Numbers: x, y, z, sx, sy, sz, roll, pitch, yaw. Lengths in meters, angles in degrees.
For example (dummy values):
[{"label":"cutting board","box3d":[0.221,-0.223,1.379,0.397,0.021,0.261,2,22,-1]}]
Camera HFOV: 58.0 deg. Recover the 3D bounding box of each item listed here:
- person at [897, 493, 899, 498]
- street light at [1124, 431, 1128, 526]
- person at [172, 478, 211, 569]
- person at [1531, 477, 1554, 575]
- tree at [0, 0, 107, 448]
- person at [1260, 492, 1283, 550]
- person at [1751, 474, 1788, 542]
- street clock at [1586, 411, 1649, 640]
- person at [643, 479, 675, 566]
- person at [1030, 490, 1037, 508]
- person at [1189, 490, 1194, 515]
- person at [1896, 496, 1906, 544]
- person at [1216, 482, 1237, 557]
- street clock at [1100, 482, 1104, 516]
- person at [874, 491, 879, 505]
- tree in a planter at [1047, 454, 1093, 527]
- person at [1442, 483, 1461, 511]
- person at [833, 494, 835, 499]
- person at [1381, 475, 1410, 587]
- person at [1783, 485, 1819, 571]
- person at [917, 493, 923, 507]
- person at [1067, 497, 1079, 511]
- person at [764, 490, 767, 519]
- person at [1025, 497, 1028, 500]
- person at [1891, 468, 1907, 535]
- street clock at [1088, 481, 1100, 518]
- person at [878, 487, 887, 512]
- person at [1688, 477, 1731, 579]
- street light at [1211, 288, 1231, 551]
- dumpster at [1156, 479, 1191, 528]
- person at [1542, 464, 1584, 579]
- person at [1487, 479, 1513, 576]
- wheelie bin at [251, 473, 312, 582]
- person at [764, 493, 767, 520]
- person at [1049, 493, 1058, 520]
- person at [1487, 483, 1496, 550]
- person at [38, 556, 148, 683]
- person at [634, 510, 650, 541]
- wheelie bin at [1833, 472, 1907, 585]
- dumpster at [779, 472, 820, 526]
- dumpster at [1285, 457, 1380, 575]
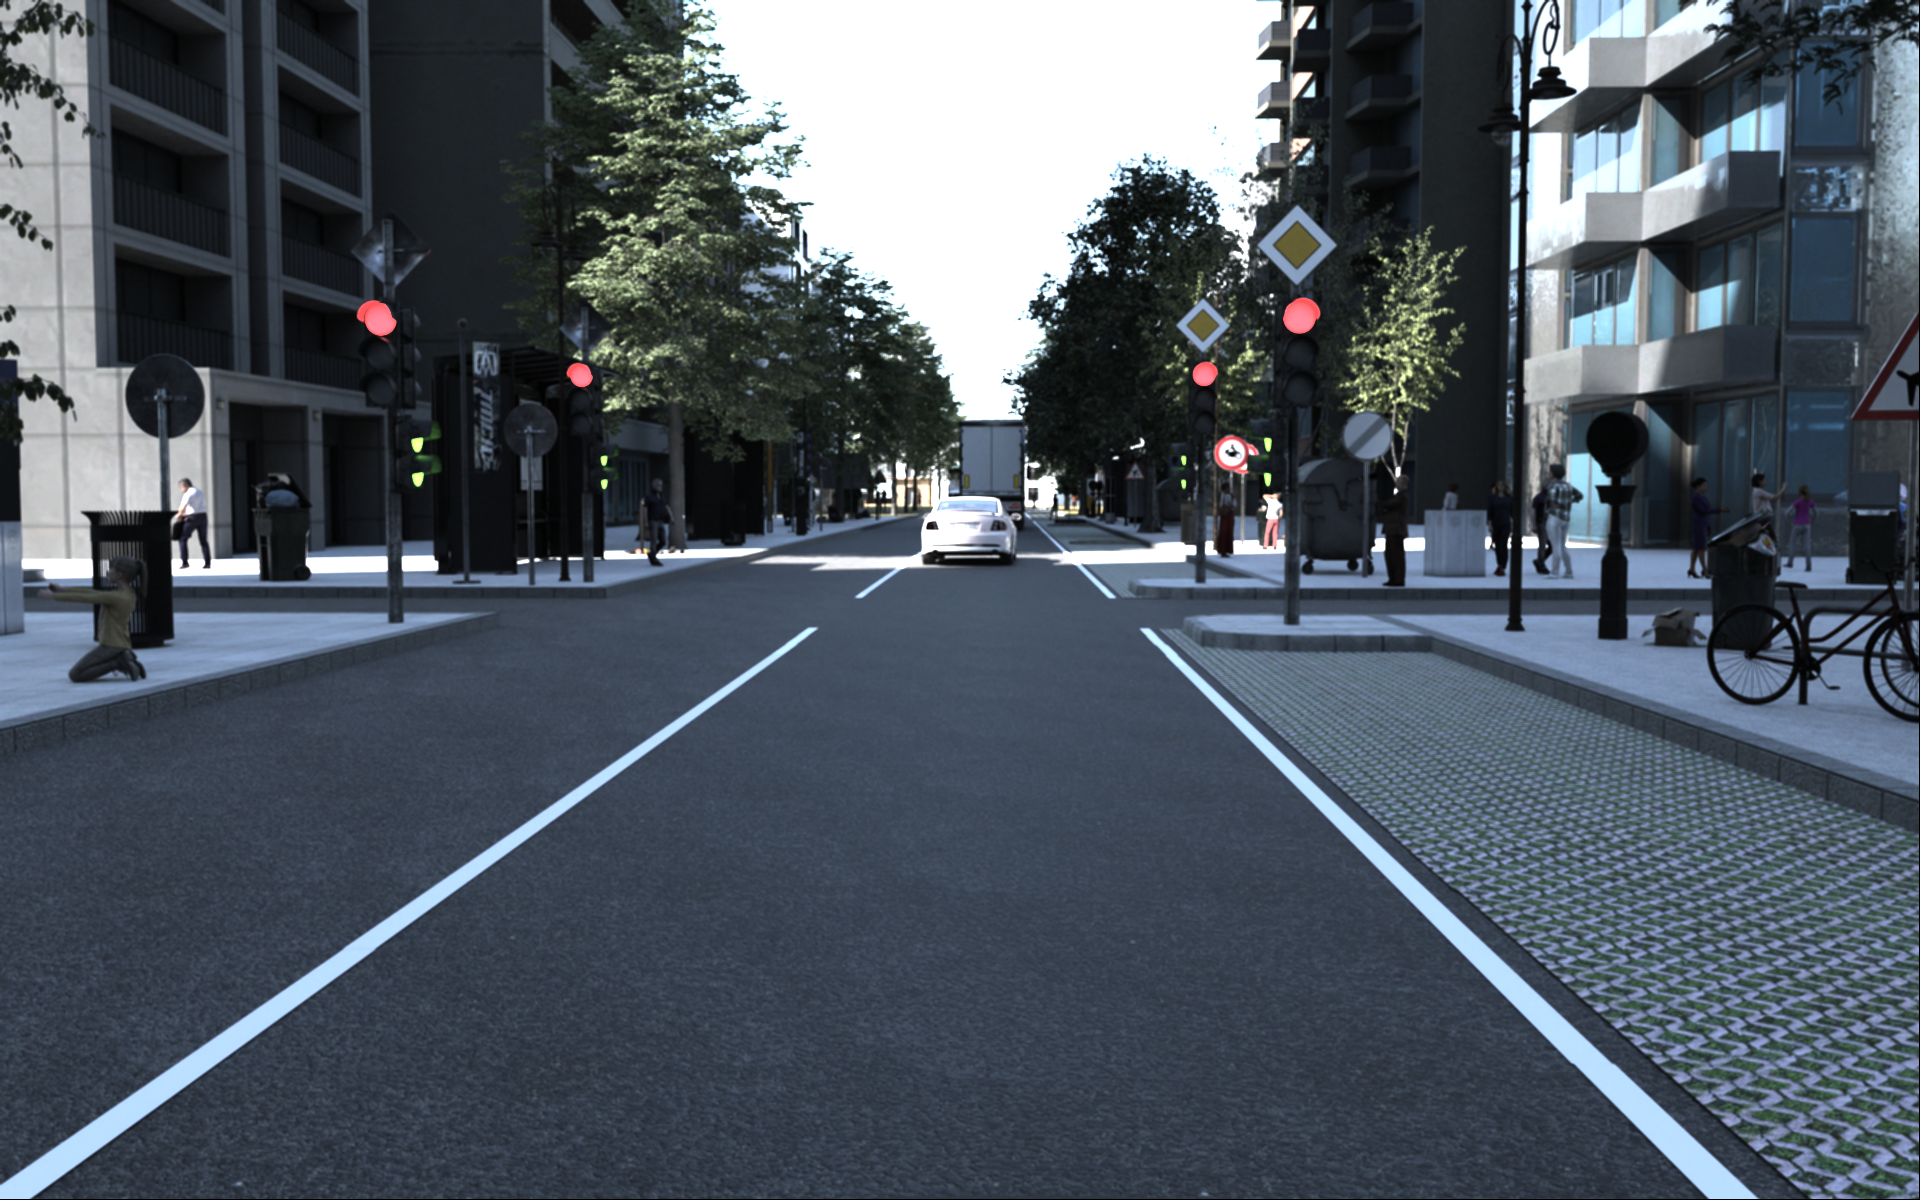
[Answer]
[{"label":"person","box3d":[-6.431,-10.007,170.588,0.756,1.711,0.436,2,4,23]},{"label":"street light","box3d":[6.655,-5.898,69.224,0.468,5.910,1.993,0,4,2]},{"label":"person","box3d":[-13.102,-1.299,29.497,0.590,1.554,0.614,1,4,8]},{"label":"person","box3d":[9.369,-1.185,27.630,0.569,1.553,0.471,0,4,7]},{"label":"tree","box3d":[-7.134,-3.713,11.067,4.360,8.622,3.978,0,3,0]},{"label":"person","box3d":[7.133,-1.815,39.627,0.435,1.345,0.340,-1,4,-13]},{"label":"person","box3d":[14.386,-1.425,30.808,0.517,1.644,0.566,-2,4,-29]},{"label":"street clock","box3d":[5.786,-0.656,15.289,0.471,2.002,0.358,3,5,44]},{"label":"person","box3d":[-5.372,-1.380,30.807,0.569,1.553,0.471,-1,4,-19]},{"label":"person","box3d":[7.544,-10.291,176.888,0.705,1.807,1.348,-2,4,-24]},{"label":"person","box3d":[14.287,-6.090,106.526,0.530,1.710,0.541,-1,4,-13]},{"label":"person","box3d":[15.023,-1.193,27.918,0.453,1.535,0.546,0,4,-1]},{"label":"person","box3d":[5.393,-1.625,35.072,0.387,1.526,0.523,0,4,-7]},{"label":"street clock","box3d":[8.041,-5.844,100.115,0.471,2.002,0.358,2,4,29]},{"label":"person","box3d":[-7.150,-8.718,149.022,0.683,1.767,0.568,3,5,43]},{"label":"tree in a planter","box3d":[4.851,-4.857,76.634,1.991,3.239,1.994,0,4,2]},{"label":"person","box3d":[10.693,-1.790,37.775,0.523,1.526,0.387,-2,4,-31]},{"label":"person","box3d":[-9.058,-7.564,129.806,0.705,1.812,1.348,3,5,40]},{"label":"person","box3d":[6.021,-0.958,23.980,0.388,1.546,0.482,0,4,7]},{"label":"person","box3d":[13.917,-1.195,28.811,0.726,1.435,0.776,0,4,-4]},{"label":"person","box3d":[-3.999,-9.908,171.299,1.065,1.426,0.557,-1,4,-16]},{"label":"person","box3d":[8.536,-7.339,129.290,1.065,1.426,0.557,1,4,9]},{"label":"person","box3d":[-10.083,-4.997,88.566,0.655,1.722,0.431,2,4,26]},{"label":"person","box3d":[6.139,-9.541,167.751,1.065,1.426,0.557,1,4,14]},{"label":"person","box3d":[15.747,-1.353,29.106,0.436,1.711,0.756,0,4,-7]},{"label":"street clock","box3d":[7.092,-5.368,92.342,0.471,2.002,0.358,1,4,10]},{"label":"person","box3d":[-5.649,-7.313,126.061,0.683,1.767,0.568,-3,5,-40]},{"label":"person","box3d":[11.351,-1.091,26.259,0.546,1.535,0.453,1,4,17]},{"label":"street light","box3d":[5.780,-4.051,39.025,0.468,5.910,1.993,0,4,2]},{"label":"dumpster","box3d":[8.161,-3.709,66.394,1.264,1.857,1.865,0,4,1]},{"label":"person","box3d":[9.077,-1.190,26.229,0.841,1.734,0.376,-2,4,-34]},{"label":"person","box3d":[8.519,-1.145,27.309,0.480,1.512,0.613,0,4,0]},{"label":"wheelie bin","box3d":[-10.025,-1.082,25.605,0.980,1.594,0.693,3,5,43]},{"label":"person","box3d":[-9.744,-4.703,86.852,0.340,1.345,0.435,-2,4,-34]},{"label":"person","box3d":[5.131,-5.110,94.592,0.613,1.512,0.480,2,4,28]},{"label":"person","box3d":[12.176,-1.877,39.106,0.453,1.535,0.546,-3,5,-43]},{"label":"person","box3d":[-5.946,0.126,11.901,0.695,0.859,0.347,0,4,-8]},{"label":"person","box3d":[-8.500,-2.021,47.004,0.695,0.859,0.347,1,4,13]},{"label":"wheelie bin","box3d":[12.999,-1.028,24.718,0.980,1.594,0.693,2,4,29]},{"label":"dumpster","box3d":[-6.563,-4.183,70.884,1.502,2.255,1.985,0,4,2]},{"label":"dumpster","box3d":[6.055,-1.370,28.159,1.264,1.857,1.865,0,4,1]}]
